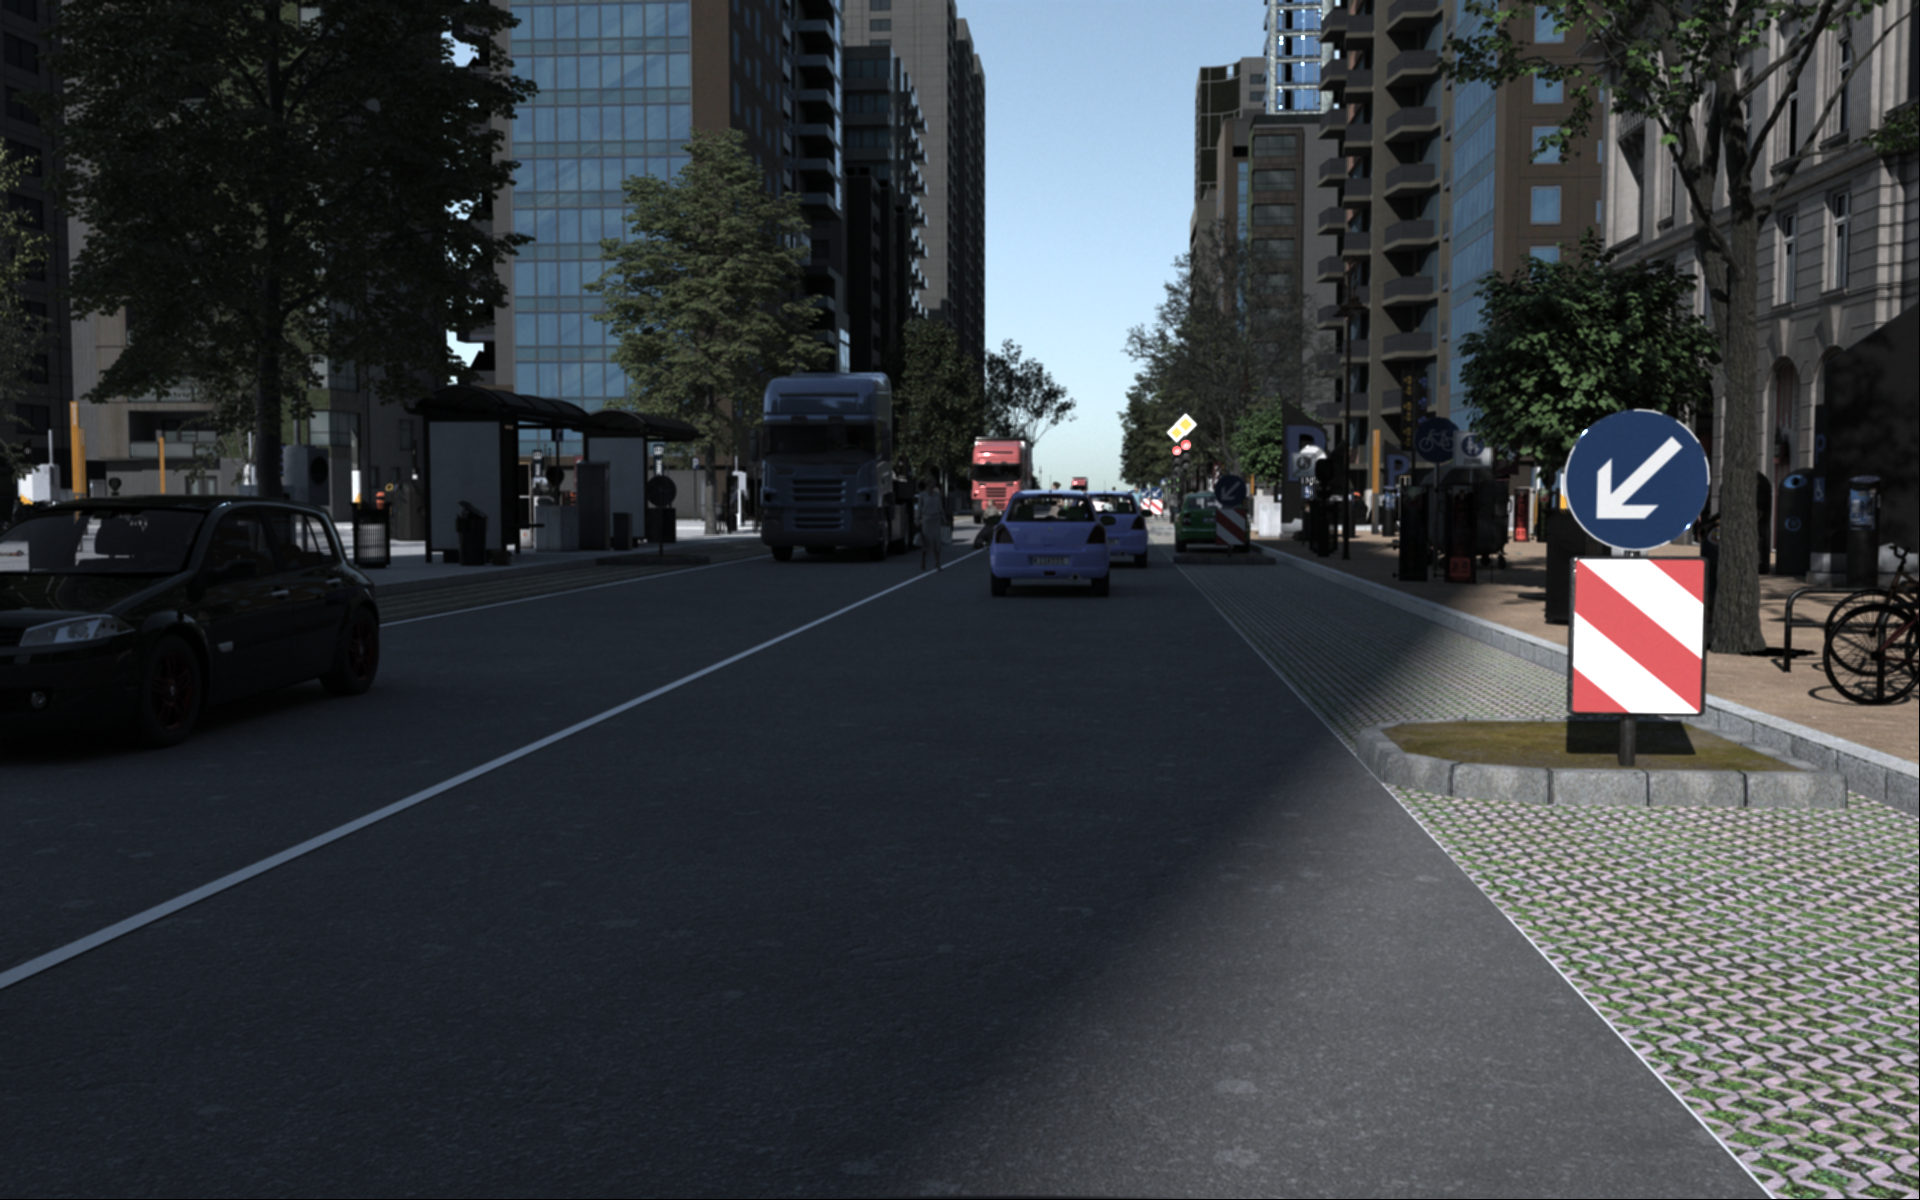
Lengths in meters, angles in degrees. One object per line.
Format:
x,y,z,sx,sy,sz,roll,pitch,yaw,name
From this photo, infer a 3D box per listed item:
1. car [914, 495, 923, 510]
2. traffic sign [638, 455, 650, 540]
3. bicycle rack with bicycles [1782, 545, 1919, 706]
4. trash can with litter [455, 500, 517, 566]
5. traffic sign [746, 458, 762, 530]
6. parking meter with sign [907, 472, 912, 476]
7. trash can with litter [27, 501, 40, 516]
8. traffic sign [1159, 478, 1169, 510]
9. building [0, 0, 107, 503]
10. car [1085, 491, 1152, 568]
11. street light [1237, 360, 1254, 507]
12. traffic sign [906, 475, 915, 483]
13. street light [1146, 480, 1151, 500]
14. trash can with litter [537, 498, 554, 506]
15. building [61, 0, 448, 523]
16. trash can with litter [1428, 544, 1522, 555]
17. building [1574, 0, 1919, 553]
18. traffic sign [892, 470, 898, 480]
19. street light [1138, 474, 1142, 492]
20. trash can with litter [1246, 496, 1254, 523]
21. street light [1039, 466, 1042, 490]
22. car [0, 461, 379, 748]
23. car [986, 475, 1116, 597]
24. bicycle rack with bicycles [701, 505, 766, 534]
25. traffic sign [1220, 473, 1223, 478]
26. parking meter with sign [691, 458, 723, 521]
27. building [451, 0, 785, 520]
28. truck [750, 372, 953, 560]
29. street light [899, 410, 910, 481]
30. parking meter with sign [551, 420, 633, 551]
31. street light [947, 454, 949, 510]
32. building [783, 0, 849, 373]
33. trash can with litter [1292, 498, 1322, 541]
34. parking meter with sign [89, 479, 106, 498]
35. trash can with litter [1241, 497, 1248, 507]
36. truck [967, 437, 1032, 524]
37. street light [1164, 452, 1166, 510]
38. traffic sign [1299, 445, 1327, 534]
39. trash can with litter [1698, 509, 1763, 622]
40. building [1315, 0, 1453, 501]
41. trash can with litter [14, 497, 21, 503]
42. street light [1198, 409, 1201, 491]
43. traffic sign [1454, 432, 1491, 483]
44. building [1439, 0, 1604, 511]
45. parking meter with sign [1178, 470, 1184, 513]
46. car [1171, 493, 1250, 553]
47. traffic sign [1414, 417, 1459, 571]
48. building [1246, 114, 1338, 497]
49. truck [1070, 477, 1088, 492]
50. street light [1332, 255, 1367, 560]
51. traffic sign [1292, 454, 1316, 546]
-2.043,-4.267,81.761,2.014,1.417,4.499,0,4,5,car
-8.993,-2.943,48.219,0.768,2.556,0.104,0,4,7,traffic sign
6.843,0.127,11.311,2.925,0.926,2.852,1,4,9,bicycle rack with bicycles
-8.530,-1.210,31.174,1.055,1.170,0.624,0,4,-2,trash can with litter
-7.138,-3.700,60.606,0.768,2.556,0.104,1,4,11,traffic sign
-3.987,-8.533,135.769,0.543,3.016,1.738,-1,4,-11,parking meter with sign
-19.864,-1.522,35.949,2.233,1.210,1.678,-3,5,-40,trash can with litter
16.382,-8.497,139.034,0.768,2.556,0.104,1,4,12,traffic sign
-59.064,-39.806,89.082,20.611,71.187,20.563,0,4,5,building
2.924,-1.554,35.006,1.945,1.707,3.694,0,4,5,car
9.821,-5.312,59.647,0.468,5.910,1.993,0,4,5,street light
-3.427,-7.095,116.105,0.768,2.556,0.104,1,4,14,traffic sign
23.561,-15.044,218.758,0.468,5.910,1.993,0,4,5,street light
-11.606,-2.312,49.191,0.624,1.170,1.055,-2,4,-35,trash can with litter
-34.182,-24.459,83.493,14.086,41.232,14.154,0,4,5,building
10.840,-1.589,37.043,2.233,1.210,1.678,1,4,23,trash can with litter
23.563,-12.032,38.516,13.314,21.916,24.055,0,4,5,building
-3.644,-5.713,93.409,0.884,2.594,0.081,1,4,10,traffic sign
28.422,-18.542,275.942,0.468,5.910,1.993,0,4,5,street light
12.692,-4.081,77.786,2.233,1.210,1.678,0,4,-7,trash can with litter
13.117,-18.962,282.818,0.468,5.910,1.993,0,4,5,street light
-5.208,-0.078,11.063,2.009,1.686,4.222,0,4,4,car
1.338,-0.976,25.555,1.945,1.707,3.694,0,4,3,car
-7.205,-2.632,56.414,2.852,0.926,2.925,0,4,0,bicycle rack with bicycles
14.146,-5.826,95.361,0.768,2.556,0.104,1,4,9,traffic sign
-11.983,-5.282,82.614,1.738,3.016,0.543,2,4,31,parking meter with sign
-17.549,-27.045,92.298,14.600,45.320,14.200,0,4,5,building
-2.202,-3.332,44.230,2.967,4.110,18.799,0,4,5,truck
-3.062,-7.517,95.688,0.468,5.910,1.993,0,4,5,street light
-8.346,-2.639,39.403,1.738,3.016,0.543,0,4,7,parking meter with sign
-0.841,-9.086,121.347,0.468,5.910,1.993,0,4,5,street light
-19.300,-49.491,121.845,22.319,86.520,31.000,0,4,5,building
9.396,-2.184,47.103,0.624,1.170,1.055,-2,4,-24,trash can with litter
-44.954,-5.756,90.363,1.738,3.016,0.543,-3,5,-44,parking meter with sign
14.853,-4.910,91.672,0.624,1.170,1.055,-1,4,-9,trash can with litter
2.133,-5.982,86.724,2.839,4.237,11.283,0,4,5,truck
16.883,-10.380,142.492,0.468,5.910,1.993,0,4,5,street light
9.186,-2.763,45.275,0.768,2.556,0.104,1,4,11,traffic sign
7.585,-0.371,17.450,0.624,1.170,1.055,0,4,-7,trash can with litter
33.174,-27.437,103.224,22.147,44.769,28.867,0,4,5,building
-41.863,-3.992,76.654,1.055,1.170,0.624,1,4,21,trash can with litter
12.529,-7.216,90.771,0.468,5.910,1.993,0,4,5,street light
8.241,-1.577,27.909,0.606,2.300,0.079,0,4,6,traffic sign
30.684,-26.231,78.987,14.200,45.320,14.600,0,4,5,building
13.812,-6.918,109.373,0.543,3.016,1.738,0,4,2,parking meter with sign
6.290,-2.117,43.405,1.959,1.807,4.718,0,4,6,car
7.903,-1.750,28.725,0.768,2.556,0.104,1,4,11,traffic sign
29.206,-22.197,134.620,14.160,30.474,14.107,0,4,5,building
20.247,-18.621,293.370,2.839,4.237,11.283,0,4,6,truck
7.556,-3.728,33.734,0.468,5.910,1.993,0,4,5,street light
8.551,-2.506,43.096,0.606,2.300,0.079,1,4,14,traffic sign
